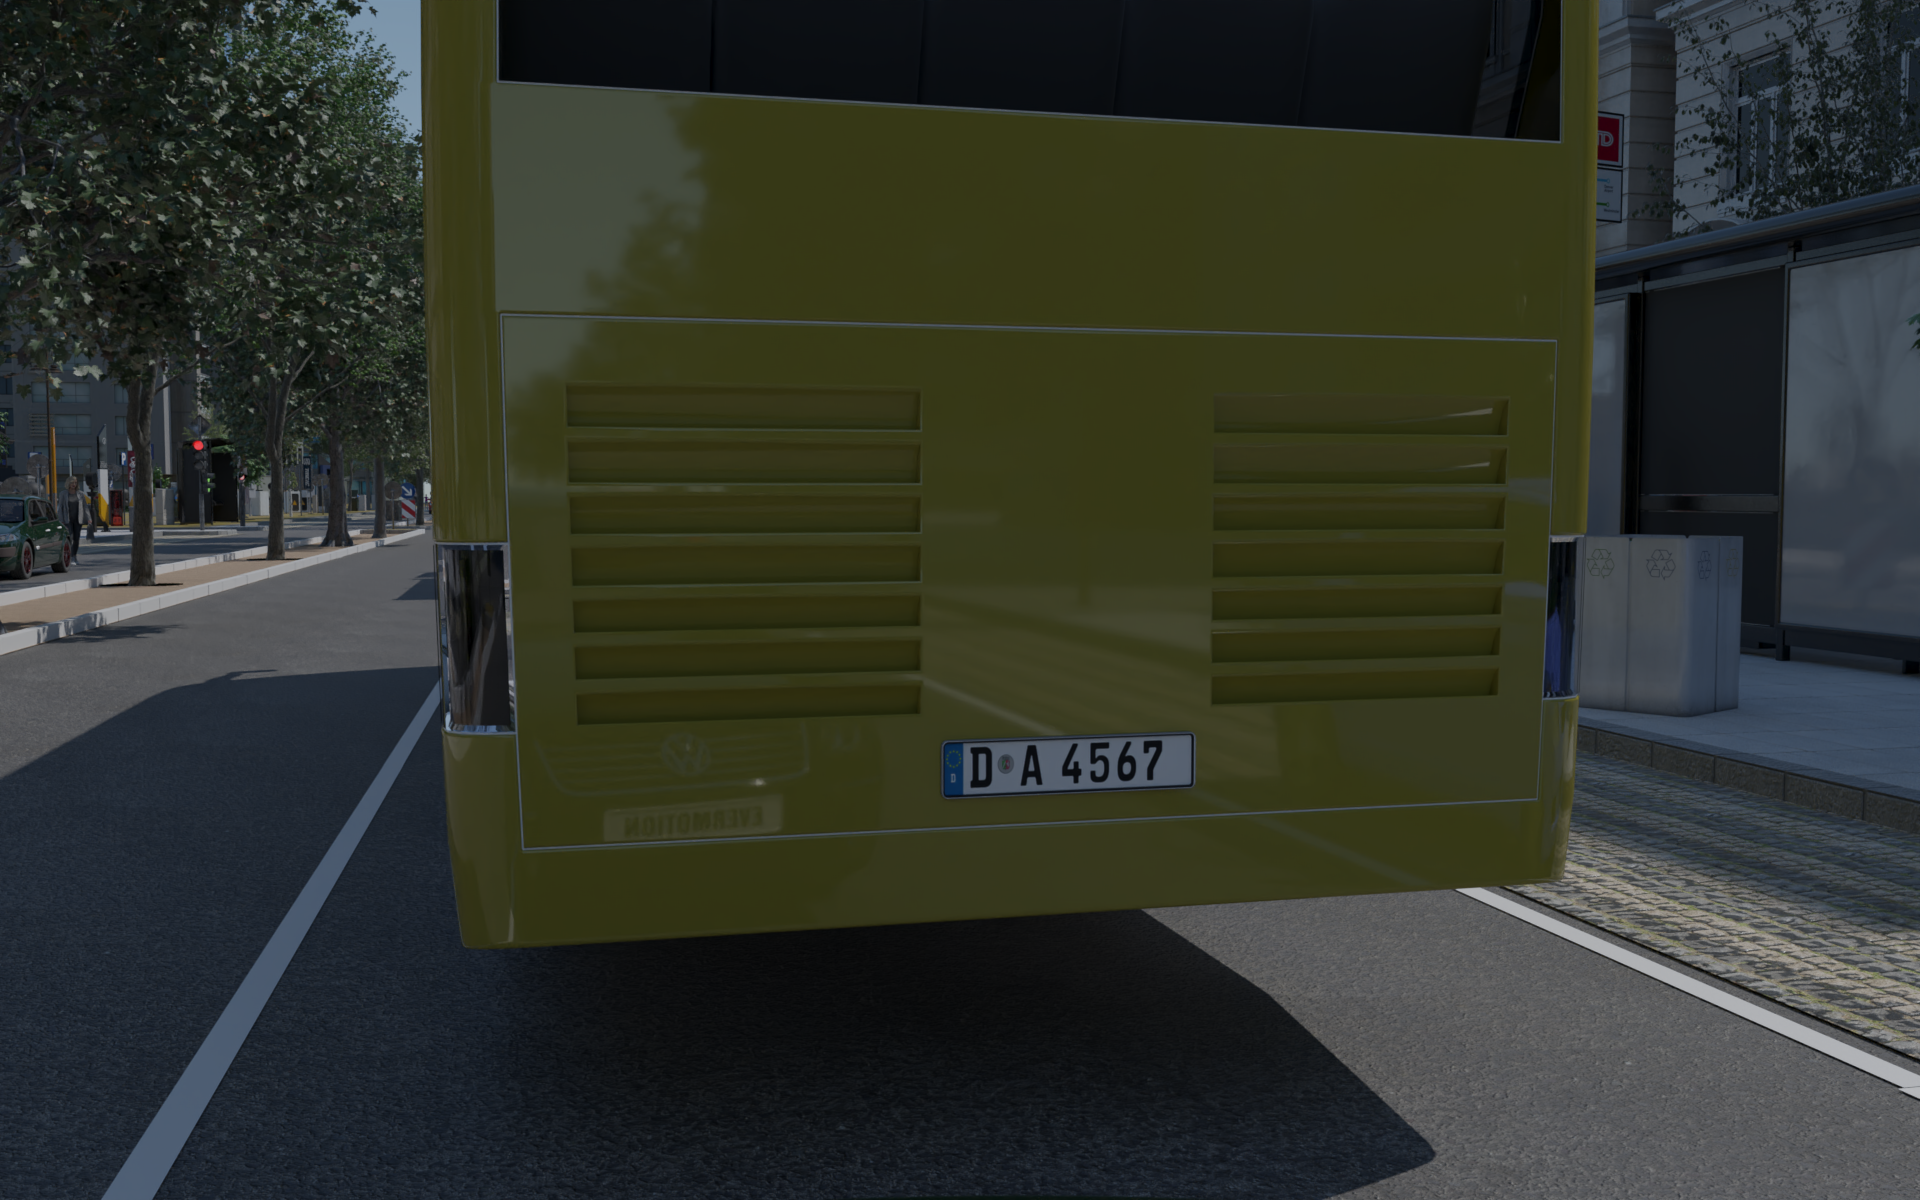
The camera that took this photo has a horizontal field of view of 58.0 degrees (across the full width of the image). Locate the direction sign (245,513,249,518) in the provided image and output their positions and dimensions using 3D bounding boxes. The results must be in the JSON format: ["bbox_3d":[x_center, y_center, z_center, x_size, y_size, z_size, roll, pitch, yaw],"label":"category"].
[{"bbox_3d":[-38.286,-6.155,92.624,0.379,3.537,0.876,1,4,20],"label":"direction sign"}]

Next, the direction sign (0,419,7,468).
[{"bbox_3d":[-28.772,-3.652,51.712,0.876,3.537,0.379,1,4,21],"label":"direction sign"}]

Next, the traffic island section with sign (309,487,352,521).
[{"bbox_3d":[-33.706,-5.146,92.772,1.989,1.847,2.006,-1,4,-13],"label":"traffic island section with sign"}]

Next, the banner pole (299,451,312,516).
[{"bbox_3d":[-38.131,-6.774,100.767,0.863,3.779,0.401,-3,5,-42],"label":"banner pole"}]

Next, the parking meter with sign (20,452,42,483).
[{"bbox_3d":[-38.297,-4.572,71.005,0.543,3.016,1.738,0,4,-2],"label":"parking meter with sign"}]

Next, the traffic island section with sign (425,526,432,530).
[{"bbox_3d":[-22.214,-3.772,69.814,2.006,1.907,1.989,-1,4,-13],"label":"traffic island section with sign"}]

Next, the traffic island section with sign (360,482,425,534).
[{"bbox_3d":[-20.557,-3.331,62.593,2.006,1.907,1.989,-1,4,-13],"label":"traffic island section with sign"}]

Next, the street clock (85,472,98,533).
[{"bbox_3d":[-28.834,-3.240,57.552,0.358,2.002,0.471,0,4,-5],"label":"street clock"}]

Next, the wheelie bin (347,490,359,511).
[{"bbox_3d":[-45.385,-7.443,129.597,0.980,1.594,0.693,0,4,-3],"label":"wheelie bin"}]

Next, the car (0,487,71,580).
[{"bbox_3d":[-16.738,-1.235,29.979,2.009,1.686,4.222,-1,4,-14],"label":"car"}]

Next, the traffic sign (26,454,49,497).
[{"bbox_3d":[-29.238,-3.358,55.002,0.768,2.556,0.104,0,4,-6],"label":"traffic sign"}]

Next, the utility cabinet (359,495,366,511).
[{"bbox_3d":[-45.790,-7.388,131.963,1.020,1.237,0.306,0,4,6],"label":"utility cabinet"}]

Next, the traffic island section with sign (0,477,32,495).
[{"bbox_3d":[-21.229,-1.843,38.762,1.989,1.847,2.006,-1,4,-13],"label":"traffic island section with sign"}]

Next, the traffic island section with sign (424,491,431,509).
[{"bbox_3d":[-51.211,-9.785,168.617,1.989,1.847,2.006,-1,4,-13],"label":"traffic island section with sign"}]

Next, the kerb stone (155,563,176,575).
[{"bbox_3d":[-14.438,-0.562,31.411,0.120,0.150,1.000,-1,4,-13],"label":"kerb stone"}]

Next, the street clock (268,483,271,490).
[{"bbox_3d":[-42.988,-6.343,108.284,0.358,2.002,0.471,3,5,42],"label":"street clock"}]

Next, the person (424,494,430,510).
[{"bbox_3d":[-49.038,-9.018,159.165,0.991,1.433,0.599,-1,4,-10],"label":"person"}]

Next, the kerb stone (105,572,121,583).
[{"bbox_3d":[-13.515,-0.319,27.414,0.120,0.150,1.000,-1,4,-13],"label":"kerb stone"}]

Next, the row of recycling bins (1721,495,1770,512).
[{"bbox_3d":[13.900,-1.307,28.483,1.069,1.692,3.534,-1,4,-15],"label":"row of recycling bins"}]

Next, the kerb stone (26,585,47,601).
[{"bbox_3d":[-12.593,-0.072,23.423,0.120,0.150,1.000,-1,4,-13],"label":"kerb stone"}]

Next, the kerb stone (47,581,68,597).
[{"bbox_3d":[-12.816,-0.132,24.420,0.120,0.150,1.000,-1,4,-13],"label":"kerb stone"}]

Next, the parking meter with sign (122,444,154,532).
[{"bbox_3d":[-27.971,-3.844,59.117,0.543,3.016,1.738,-1,4,-13],"label":"parking meter with sign"}]

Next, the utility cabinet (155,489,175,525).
[{"bbox_3d":[-32.766,-3.836,71.405,0.318,1.500,1.173,0,4,-4],"label":"utility cabinet"}]

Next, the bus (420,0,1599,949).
[{"bbox_3d":[-1.294,-1.093,9.423,2.896,3.916,12.252,-1,4,-14],"label":"bus"}]

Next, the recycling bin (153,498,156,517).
[{"bbox_3d":[-45.782,-5.281,98.904,0.722,1.027,0.722,-3,4,-38],"label":"recycling bin"}]

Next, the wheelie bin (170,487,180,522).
[{"bbox_3d":[-36.139,-4.393,79.736,0.980,1.594,0.693,2,4,33],"label":"wheelie bin"}]

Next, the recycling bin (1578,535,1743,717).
[{"bbox_3d":[4.189,0.132,10.400,0.722,1.027,0.722,-3,5,-42],"label":"recycling bin"}]

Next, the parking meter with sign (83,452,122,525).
[{"bbox_3d":[-35.590,-4.626,71.904,1.738,3.016,0.543,0,4,-6],"label":"parking meter with sign"}]

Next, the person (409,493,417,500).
[{"bbox_3d":[-40.628,-7.330,128.524,0.592,1.802,0.473,3,4,36],"label":"person"}]

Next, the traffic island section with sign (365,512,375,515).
[{"bbox_3d":[-39.758,-6.753,119.041,1.989,1.847,2.006,-1,4,-13],"label":"traffic island section with sign"}]

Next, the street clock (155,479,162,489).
[{"bbox_3d":[-39.295,-4.918,84.987,0.358,2.002,0.471,-1,4,-15],"label":"street clock"}]

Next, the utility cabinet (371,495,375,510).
[{"bbox_3d":[-47.073,-7.877,139.956,1.020,1.237,0.306,2,4,26],"label":"utility cabinet"}]

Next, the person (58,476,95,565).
[{"bbox_3d":[-17.886,-1.614,35.077,0.709,1.800,0.728,-3,4,-37],"label":"person"}]

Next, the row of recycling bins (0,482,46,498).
[{"bbox_3d":[-32.278,-3.156,58.719,1.069,1.692,3.534,0,4,7],"label":"row of recycling bins"}]

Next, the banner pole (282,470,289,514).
[{"bbox_3d":[-43.907,-7.483,112.356,0.863,3.779,0.401,2,4,28],"label":"banner pole"}]

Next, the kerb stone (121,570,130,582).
[{"bbox_3d":[-13.743,-0.380,28.413,0.120,0.150,1.000,-1,4,-13],"label":"kerb stone"}]

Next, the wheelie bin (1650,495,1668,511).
[{"bbox_3d":[12.645,-1.473,31.989,0.693,1.594,0.980,-2,4,-24],"label":"wheelie bin"}]

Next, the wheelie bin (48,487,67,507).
[{"bbox_3d":[-42.965,-4.571,82.647,0.980,1.594,0.693,-1,4,-23],"label":"wheelie bin"}]

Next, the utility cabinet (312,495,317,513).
[{"bbox_3d":[-43.986,-6.561,118.430,0.306,1.237,1.020,0,4,-2],"label":"utility cabinet"}]

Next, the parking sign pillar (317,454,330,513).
[{"bbox_3d":[-42.373,-7.805,116.086,1.447,3.967,1.447,2,4,30],"label":"parking sign pillar"}]

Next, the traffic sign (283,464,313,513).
[{"bbox_3d":[-44.636,-7.487,116.284,2.265,3.308,0.079,0,4,-8],"label":"traffic sign"}]

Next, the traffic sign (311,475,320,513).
[{"bbox_3d":[-42.509,-7.002,114.589,0.768,2.556,0.104,0,4,-3],"label":"traffic sign"}]

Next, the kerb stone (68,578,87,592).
[{"bbox_3d":[-13.044,-0.197,25.416,0.120,0.150,1.000,-1,4,-13],"label":"kerb stone"}]

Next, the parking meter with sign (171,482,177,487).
[{"bbox_3d":[-50.623,-7.078,111.978,1.738,3.016,0.543,3,5,39],"label":"parking meter with sign"}]

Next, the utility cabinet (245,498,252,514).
[{"bbox_3d":[-44.987,-6.017,109.534,1.020,1.237,0.306,0,4,-7],"label":"utility cabinet"}]

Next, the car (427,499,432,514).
[{"bbox_3d":[-37.775,-7.182,126.468,2.155,1.783,4.494,-1,4,-13],"label":"car"}]

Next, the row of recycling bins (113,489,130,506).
[{"bbox_3d":[-63.875,-7.612,131.569,1.069,1.692,3.534,-3,5,-40],"label":"row of recycling bins"}]

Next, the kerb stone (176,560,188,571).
[{"bbox_3d":[-14.663,-0.616,32.408,0.120,0.150,1.000,-1,4,-13],"label":"kerb stone"}]

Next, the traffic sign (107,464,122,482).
[{"bbox_3d":[-35.535,-4.433,72.593,0.768,2.556,0.104,-1,4,-11],"label":"traffic sign"}]

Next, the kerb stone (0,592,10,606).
[{"bbox_3d":[-12.345,-0.014,22.431,0.120,0.150,1.000,-1,4,-13],"label":"kerb stone"}]

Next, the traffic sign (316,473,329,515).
[{"bbox_3d":[-39.426,-6.546,107.134,0.768,2.556,0.104,0,4,-8],"label":"traffic sign"}]

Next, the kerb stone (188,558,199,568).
[{"bbox_3d":[-14.887,-0.681,33.405,0.120,0.150,1.000,-1,4,-13],"label":"kerb stone"}]

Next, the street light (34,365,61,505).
[{"bbox_3d":[-26.178,-4.709,49.773,0.468,5.910,1.993,-1,4,-13],"label":"street light"}]

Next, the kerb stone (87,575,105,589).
[{"bbox_3d":[-13.278,-0.251,26.412,0.120,0.150,1.000,-1,4,-13],"label":"kerb stone"}]

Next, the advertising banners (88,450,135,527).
[{"bbox_3d":[-33.557,-4.440,68.783,0.090,3.025,2.074,3,5,40],"label":"advertising banners"}]
